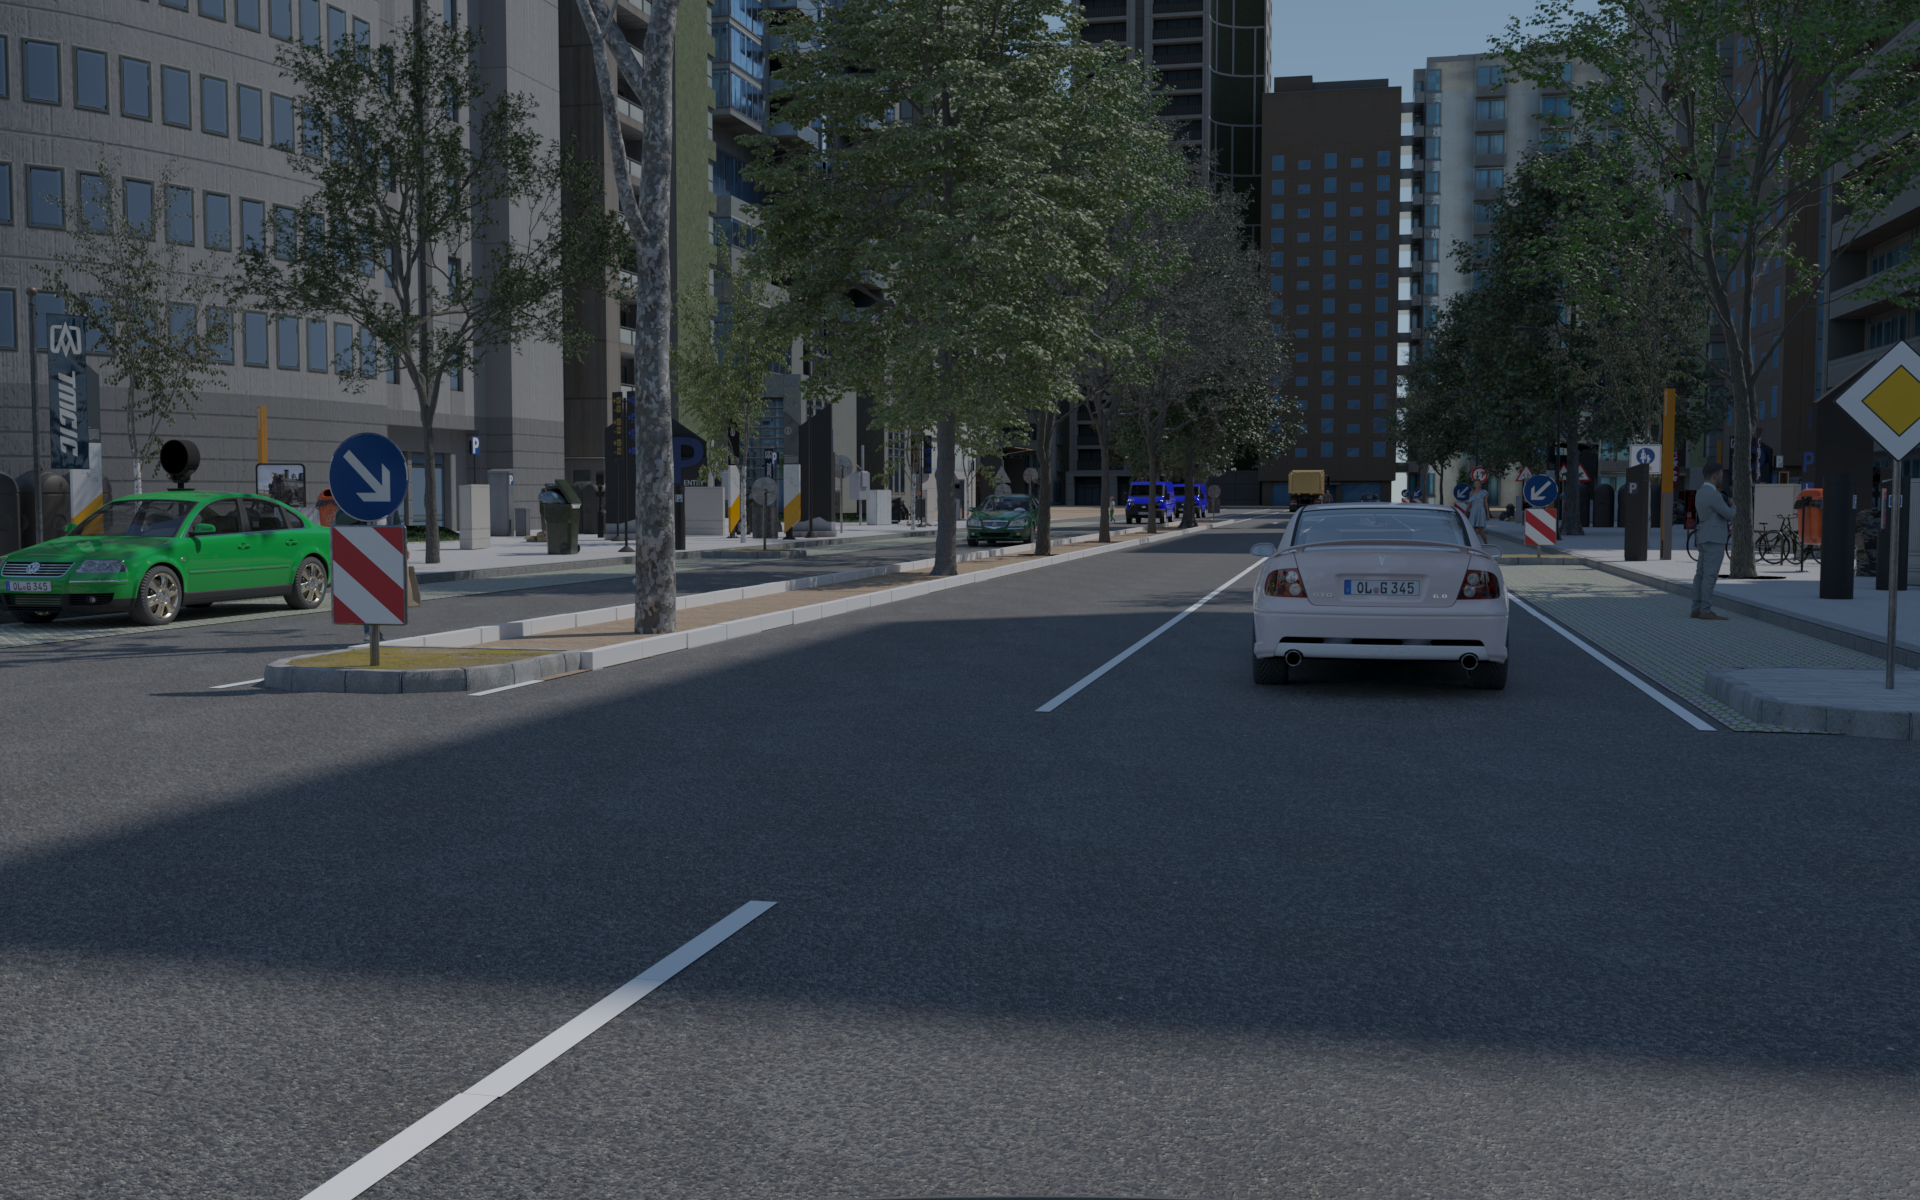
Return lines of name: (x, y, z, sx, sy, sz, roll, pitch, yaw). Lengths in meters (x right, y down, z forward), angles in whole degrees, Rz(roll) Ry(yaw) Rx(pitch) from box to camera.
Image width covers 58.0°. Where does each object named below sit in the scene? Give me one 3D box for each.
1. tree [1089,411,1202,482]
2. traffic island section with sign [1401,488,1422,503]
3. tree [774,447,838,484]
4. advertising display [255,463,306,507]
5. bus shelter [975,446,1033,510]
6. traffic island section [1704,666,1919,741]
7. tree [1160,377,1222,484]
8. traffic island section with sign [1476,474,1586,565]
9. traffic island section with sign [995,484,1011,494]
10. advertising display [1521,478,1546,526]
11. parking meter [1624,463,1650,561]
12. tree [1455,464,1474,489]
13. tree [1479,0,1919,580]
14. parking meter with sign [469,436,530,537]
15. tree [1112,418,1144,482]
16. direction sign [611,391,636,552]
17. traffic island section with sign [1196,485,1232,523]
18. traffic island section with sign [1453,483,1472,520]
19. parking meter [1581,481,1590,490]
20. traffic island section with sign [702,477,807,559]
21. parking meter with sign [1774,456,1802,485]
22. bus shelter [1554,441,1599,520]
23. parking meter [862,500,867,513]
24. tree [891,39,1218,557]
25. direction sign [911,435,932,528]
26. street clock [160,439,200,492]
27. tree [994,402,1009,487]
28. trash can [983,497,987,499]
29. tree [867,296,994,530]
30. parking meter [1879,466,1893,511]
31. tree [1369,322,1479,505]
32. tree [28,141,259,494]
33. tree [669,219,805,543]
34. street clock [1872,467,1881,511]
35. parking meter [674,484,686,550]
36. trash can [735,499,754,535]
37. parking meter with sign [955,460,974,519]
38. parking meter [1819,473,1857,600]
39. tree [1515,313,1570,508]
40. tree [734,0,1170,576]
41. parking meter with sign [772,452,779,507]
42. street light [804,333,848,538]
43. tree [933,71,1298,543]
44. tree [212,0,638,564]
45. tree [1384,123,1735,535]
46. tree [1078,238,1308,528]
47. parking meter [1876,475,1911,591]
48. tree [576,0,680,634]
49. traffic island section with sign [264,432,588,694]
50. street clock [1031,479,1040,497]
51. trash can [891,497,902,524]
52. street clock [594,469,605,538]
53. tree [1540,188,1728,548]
tree: (14.557, -12.258, 134.833, 8.767, 10.594, 7.601, -1, 4, -11)
traffic island section with sign: (29.112, -6.252, 110.847, 1.989, 1.847, 2.006, 1, 4, 13)
tree: (-7.975, -6.501, 90.009, 4.285, 4.588, 4.351, 0, 3, 0)
advertising display: (-14.188, -1.896, 36.218, 0.974, 1.923, 0.123, -1, 4, -14)
bus shelter: (2.251, -5.840, 86.768, 1.731, 3.624, 6.357, 1, 4, 13)
traffic island section: (6.140, 0.665, 11.405, 2.009, 0.180, 2.903, 1, 4, 13)
tree: (21.845, -15.754, 164.236, 9.857, 13.997, 8.962, 0, 3, 0)
traffic island section with sign: (11.752, -1.653, 35.650, 1.989, 1.847, 2.006, 1, 4, 13)
traffic island section with sign: (1.582, -3.494, 65.751, 1.989, 1.847, 2.006, 1, 4, 13)
advertising display: (23.302, -3.984, 70.350, 0.974, 1.923, 0.123, 0, 4, -3)
parking meter: (12.941, -1.678, 33.141, 0.255, 1.863, 0.399, -2, 4, -29)
tree: (31.538, -6.977, 108.675, 1.663, 3.219, 1.824, 0, 3, 0)
tree: (11.858, -6.139, 26.130, 9.928, 11.665, 9.643, 0, 3, 0)
parking meter with sign: (-13.882, -3.431, 52.362, 1.738, 3.016, 0.543, 1, 4, 9)
tree: (12.691, -10.632, 124.198, 4.360, 8.622, 3.978, 0, 3, 0)
direction sign: (-7.384, -2.828, 38.242, 0.876, 3.537, 0.379, 3, 5, 42)
traffic island section with sign: (12.648, -4.803, 86.667, 2.006, 1.907, 1.989, 1, 4, 13)
traffic island section with sign: (17.813, -3.259, 61.918, 1.989, 1.847, 2.006, 1, 4, 13)
parking meter: (26.609, -4.164, 73.786, 0.399, 1.863, 0.255, -1, 4, -11)
traffic island section with sign: (-4.556, -1.865, 39.117, 1.989, 1.847, 2.006, 1, 4, 13)
parking meter with sign: (37.407, -4.978, 77.655, 0.543, 3.016, 1.738, -2, 4, -30)
bus shelter: (27.994, -5.384, 79.319, 1.731, 3.624, 6.357, 1, 4, 13)
parking meter: (-4.860, -5.139, 89.735, 0.255, 1.863, 0.399, 2, 4, 30)
tree: (1.994, -6.805, 39.479, 9.928, 11.665, 9.643, 0, 3, 0)
direction sign: (-1.484, -4.554, 66.452, 0.876, 3.537, 0.379, -2, 4, -27)
street clock: (-10.385, -1.134, 23.108, 0.471, 2.002, 0.358, 1, 4, 18)
tree: (0.352, -7.648, 75.403, 4.737, 8.622, 4.395, 0, 3, 0)
trash can: (1.478, -4.344, 82.676, 0.748, 1.137, 0.748, 0, 3, 0)
tree: (-1.647, -6.833, 62.078, 4.737, 8.622, 4.395, 0, 3, 0)
parking meter: (19.638, -1.887, 36.562, 0.399, 1.863, 0.255, 2, 4, 26)
tree: (34.278, -13.032, 123.441, 12.009, 13.543, 11.850, 0, 3, 0)
tree: (-17.513, -5.315, 37.271, 4.360, 8.622, 3.978, 0, 3, 0)
tree: (-5.921, -5.812, 45.389, 4.737, 8.622, 4.395, 0, 3, 0)
street clock: (24.355, -2.536, 46.033, 0.358, 2.002, 0.471, -1, 4, -17)
parking meter: (-6.478, -1.912, 39.666, 0.372, 1.533, 0.369, 0, 3, 0)
trash can: (-6.829, -2.627, 54.611, 0.748, 1.137, 0.748, 0, 3, 0)
parking meter with sign: (-0.162, -5.693, 89.349, 1.738, 3.016, 0.543, -1, 4, -20)
parking meter: (10.740, -0.781, 21.183, 0.372, 1.533, 0.369, 0, 3, 0)
tree: (22.020, -7.113, 66.661, 4.737, 8.622, 4.395, 0, 3, 0)
tree: (-0.264, -6.715, 30.382, 7.486, 12.596, 7.792, 0, 3, 0)
parking meter with sign: (-6.861, -4.607, 71.581, 1.738, 3.016, 0.543, -2, 4, -30)
street light: (-3.819, -4.747, 50.147, 1.470, 5.913, 1.316, 1, 4, 13)
tree: (4.238, -8.405, 50.242, 12.009, 13.543, 11.850, 0, 3, 0)
tree: (-9.677, -5.971, 32.039, 8.767, 10.594, 7.601, 0, 4, 7)
tree: (19.167, -8.373, 53.906, 9.611, 12.733, 9.660, 0, 3, 0)
tree: (9.647, -9.366, 72.602, 9.611, 12.733, 9.660, 0, 3, 0)
parking meter: (12.443, -0.898, 23.095, 0.372, 1.533, 0.369, 0, 3, 0)
tree: (-4.121, -9.782, 18.282, 12.611, 20.169, 13.585, 0, 3, 0)
traffic island section with sign: (-4.237, -0.325, 13.443, 2.006, 1.907, 1.989, 1, 4, 13)
street clock: (3.625, -4.789, 82.871, 0.471, 2.002, 0.358, 0, 4, 7)
trash can: (-2.882, -3.875, 75.011, 0.748, 1.137, 0.748, 0, 3, 0)
street clock: (-10.524, -2.821, 50.694, 0.358, 2.002, 0.471, -1, 4, -9)
tree: (16.033, -5.529, 40.769, 4.360, 8.622, 3.978, 0, 3, 0)
